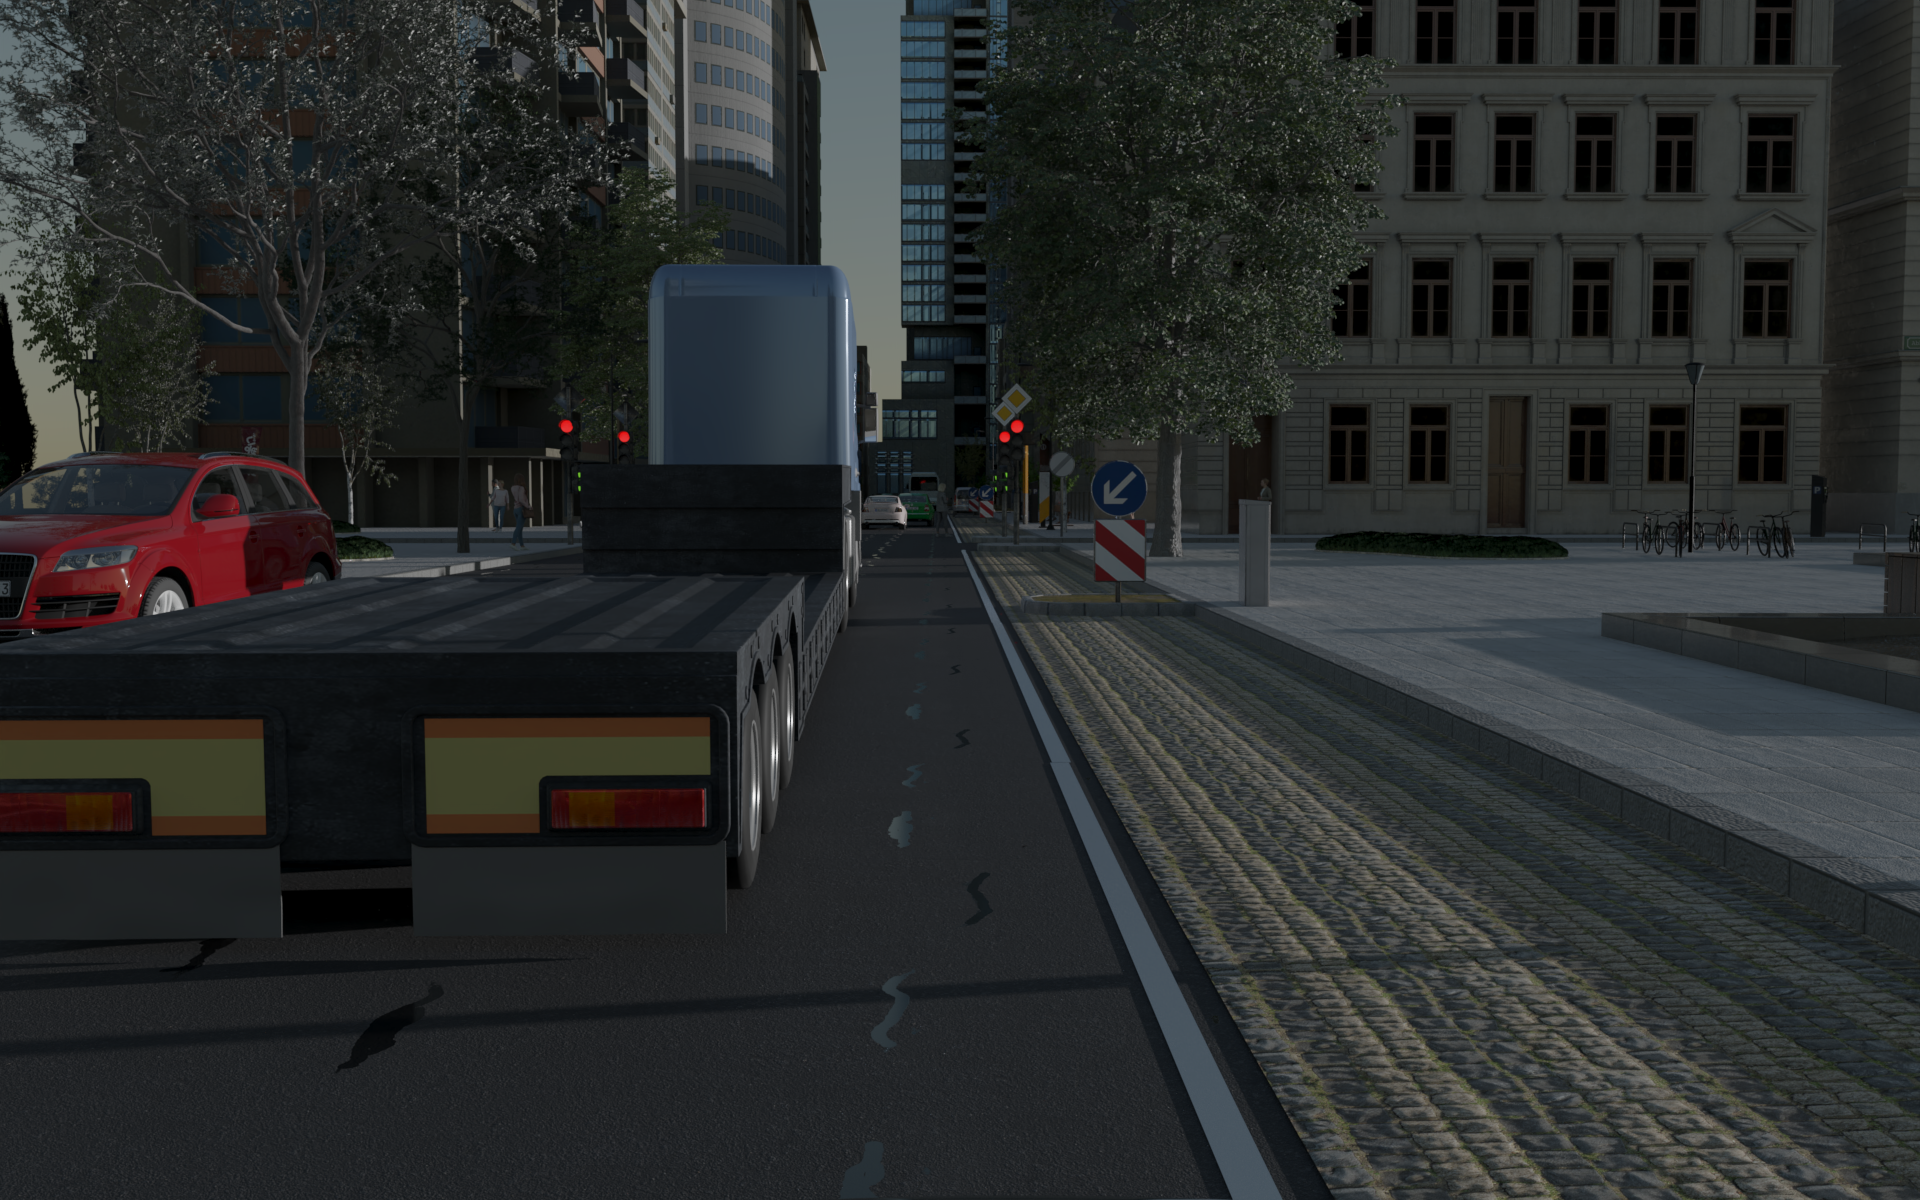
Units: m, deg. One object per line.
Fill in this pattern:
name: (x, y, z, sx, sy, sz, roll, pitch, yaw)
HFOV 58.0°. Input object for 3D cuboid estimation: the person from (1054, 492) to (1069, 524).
person: (4.305, -4.213, 75.038, 0.853, 1.813, 0.709, -2, 4, -32)

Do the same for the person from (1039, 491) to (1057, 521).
person: (4.191, -4.634, 81.923, 0.853, 1.813, 0.709, 1, 4, 13)

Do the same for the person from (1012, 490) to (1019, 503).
person: (2.849, -4.987, 87.755, 0.419, 1.800, 0.721, 1, 4, 20)

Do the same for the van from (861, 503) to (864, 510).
van: (-3.157, -1.930, 38.561, 2.013, 2.044, 4.112, 0, 4, -2)

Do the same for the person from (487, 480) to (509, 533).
person: (-15.274, -3.091, 57.251, 0.731, 1.740, 0.598, -1, 4, -13)

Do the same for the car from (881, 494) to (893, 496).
car: (-8.127, -11.214, 192.137, 1.959, 1.807, 4.718, 0, 4, -2)

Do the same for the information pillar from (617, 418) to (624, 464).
information pillar: (-10.415, -3.790, 53.327, 0.183, 3.616, 0.504, 1, 4, 14)

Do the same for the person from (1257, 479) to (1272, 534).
person: (9.325, -2.851, 53.203, 0.362, 1.759, 0.519, -1, 4, -20)

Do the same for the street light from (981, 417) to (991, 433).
street light: (2.158, -8.093, 104.869, 1.470, 5.913, 1.316, 0, 4, -1)

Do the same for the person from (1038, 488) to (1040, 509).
person: (3.945, -4.982, 87.744, 0.529, 1.795, 0.600, 2, 4, 31)

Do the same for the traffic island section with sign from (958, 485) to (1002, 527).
traffic island section with sign: (1.043, -4.158, 76.606, 1.989, 1.847, 2.006, 0, 4, -1)

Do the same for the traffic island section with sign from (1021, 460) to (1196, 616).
traffic island section with sign: (1.756, -0.765, 21.128, 1.989, 1.847, 2.006, 0, 4, -1)

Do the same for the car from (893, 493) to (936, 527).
car: (-2.064, -4.213, 77.674, 1.959, 1.807, 4.718, 0, 4, 1)

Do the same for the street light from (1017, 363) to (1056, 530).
street light: (2.692, -5.448, 61.608, 1.470, 5.913, 1.316, 0, 4, -1)

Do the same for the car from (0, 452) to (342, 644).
car: (-7.208, -0.403, 15.258, 2.281, 1.827, 5.304, 0, 4, 0)

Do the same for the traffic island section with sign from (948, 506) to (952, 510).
traffic island section with sign: (0.026, -8.917, 154.418, 1.989, 1.847, 2.006, 0, 4, -1)

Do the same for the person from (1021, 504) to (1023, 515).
person: (3.748, -5.969, 103.852, 0.699, 1.804, 1.509, 1, 4, 9)

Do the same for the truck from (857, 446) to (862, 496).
truck: (-7.057, -6.769, 99.590, 2.839, 4.237, 11.283, 0, 4, -1)

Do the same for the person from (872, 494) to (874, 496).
person: (-8.302, -9.107, 160.588, 0.799, 1.438, 0.628, -3, 5, -43)

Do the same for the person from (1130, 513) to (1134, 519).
person: (6.735, -3.719, 67.852, 0.522, 1.701, 0.512, -1, 4, -23)

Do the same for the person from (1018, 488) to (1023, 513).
person: (3.340, -5.350, 93.361, 0.795, 1.843, 0.661, 2, 4, 31)

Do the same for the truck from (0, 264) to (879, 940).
truck: (-2.251, -1.519, 14.597, 2.967, 4.110, 18.799, 0, 4, -2)

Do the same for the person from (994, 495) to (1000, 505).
person: (3.637, -10.465, 180.412, 1.065, 1.426, 0.557, 0, 4, 3)

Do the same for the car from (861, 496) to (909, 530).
car: (-3.136, -3.596, 71.161, 2.083, 1.381, 4.827, 0, 4, -1)

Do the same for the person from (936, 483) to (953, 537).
person: (-0.566, -3.043, 58.432, 0.526, 1.800, 0.537, -1, 4, -23)

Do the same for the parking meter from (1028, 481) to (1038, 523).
parking meter: (3.260, -4.353, 76.888, 0.399, 1.863, 0.255, -2, 4, -29)

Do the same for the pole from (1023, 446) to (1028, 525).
pole: (2.755, -4.839, 72.958, 0.158, 3.312, 0.155, 0, 3, 0)

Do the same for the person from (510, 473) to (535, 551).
person: (-10.016, -1.999, 39.313, 0.643, 1.750, 0.593, -3, 5, -44)

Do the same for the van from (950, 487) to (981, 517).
van: (0.362, -6.259, 109.349, 2.013, 2.044, 4.112, 0, 4, -1)

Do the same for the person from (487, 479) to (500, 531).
person: (-16.188, -3.300, 60.179, 0.466, 1.800, 0.511, -1, 4, -16)

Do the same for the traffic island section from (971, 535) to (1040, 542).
traffic island section: (1.351, -1.818, 52.009, 2.009, 0.180, 2.903, 0, 4, -1)

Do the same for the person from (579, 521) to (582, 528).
person: (-13.809, -3.589, 64.561, 0.661, 1.843, 0.795, 3, 4, 36)

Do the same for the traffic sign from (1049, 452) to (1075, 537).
traffic sign: (3.055, -3.172, 51.973, 0.768, 2.556, 0.104, 0, 4, 4)

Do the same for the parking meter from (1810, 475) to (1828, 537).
parking meter: (25.595, -2.807, 51.600, 0.255, 1.863, 0.399, -3, 5, -41)

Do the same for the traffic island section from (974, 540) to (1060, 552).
traffic island section: (1.454, -1.330, 44.025, 2.009, 0.180, 2.903, 0, 4, -1)

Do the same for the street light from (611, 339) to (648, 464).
street light: (-9.910, -4.867, 52.113, 1.470, 5.913, 1.316, 0, 4, -1)

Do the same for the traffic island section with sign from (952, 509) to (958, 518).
traffic island section with sign: (0.688, -5.806, 103.559, 1.989, 1.847, 2.006, 0, 4, -1)

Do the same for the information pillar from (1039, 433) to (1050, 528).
information pillar: (3.233, -4.539, 65.567, 0.504, 3.616, 0.183, 0, 4, 2)

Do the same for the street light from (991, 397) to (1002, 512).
street light: (2.347, -6.770, 83.237, 1.470, 5.913, 1.316, 0, 4, -1)
